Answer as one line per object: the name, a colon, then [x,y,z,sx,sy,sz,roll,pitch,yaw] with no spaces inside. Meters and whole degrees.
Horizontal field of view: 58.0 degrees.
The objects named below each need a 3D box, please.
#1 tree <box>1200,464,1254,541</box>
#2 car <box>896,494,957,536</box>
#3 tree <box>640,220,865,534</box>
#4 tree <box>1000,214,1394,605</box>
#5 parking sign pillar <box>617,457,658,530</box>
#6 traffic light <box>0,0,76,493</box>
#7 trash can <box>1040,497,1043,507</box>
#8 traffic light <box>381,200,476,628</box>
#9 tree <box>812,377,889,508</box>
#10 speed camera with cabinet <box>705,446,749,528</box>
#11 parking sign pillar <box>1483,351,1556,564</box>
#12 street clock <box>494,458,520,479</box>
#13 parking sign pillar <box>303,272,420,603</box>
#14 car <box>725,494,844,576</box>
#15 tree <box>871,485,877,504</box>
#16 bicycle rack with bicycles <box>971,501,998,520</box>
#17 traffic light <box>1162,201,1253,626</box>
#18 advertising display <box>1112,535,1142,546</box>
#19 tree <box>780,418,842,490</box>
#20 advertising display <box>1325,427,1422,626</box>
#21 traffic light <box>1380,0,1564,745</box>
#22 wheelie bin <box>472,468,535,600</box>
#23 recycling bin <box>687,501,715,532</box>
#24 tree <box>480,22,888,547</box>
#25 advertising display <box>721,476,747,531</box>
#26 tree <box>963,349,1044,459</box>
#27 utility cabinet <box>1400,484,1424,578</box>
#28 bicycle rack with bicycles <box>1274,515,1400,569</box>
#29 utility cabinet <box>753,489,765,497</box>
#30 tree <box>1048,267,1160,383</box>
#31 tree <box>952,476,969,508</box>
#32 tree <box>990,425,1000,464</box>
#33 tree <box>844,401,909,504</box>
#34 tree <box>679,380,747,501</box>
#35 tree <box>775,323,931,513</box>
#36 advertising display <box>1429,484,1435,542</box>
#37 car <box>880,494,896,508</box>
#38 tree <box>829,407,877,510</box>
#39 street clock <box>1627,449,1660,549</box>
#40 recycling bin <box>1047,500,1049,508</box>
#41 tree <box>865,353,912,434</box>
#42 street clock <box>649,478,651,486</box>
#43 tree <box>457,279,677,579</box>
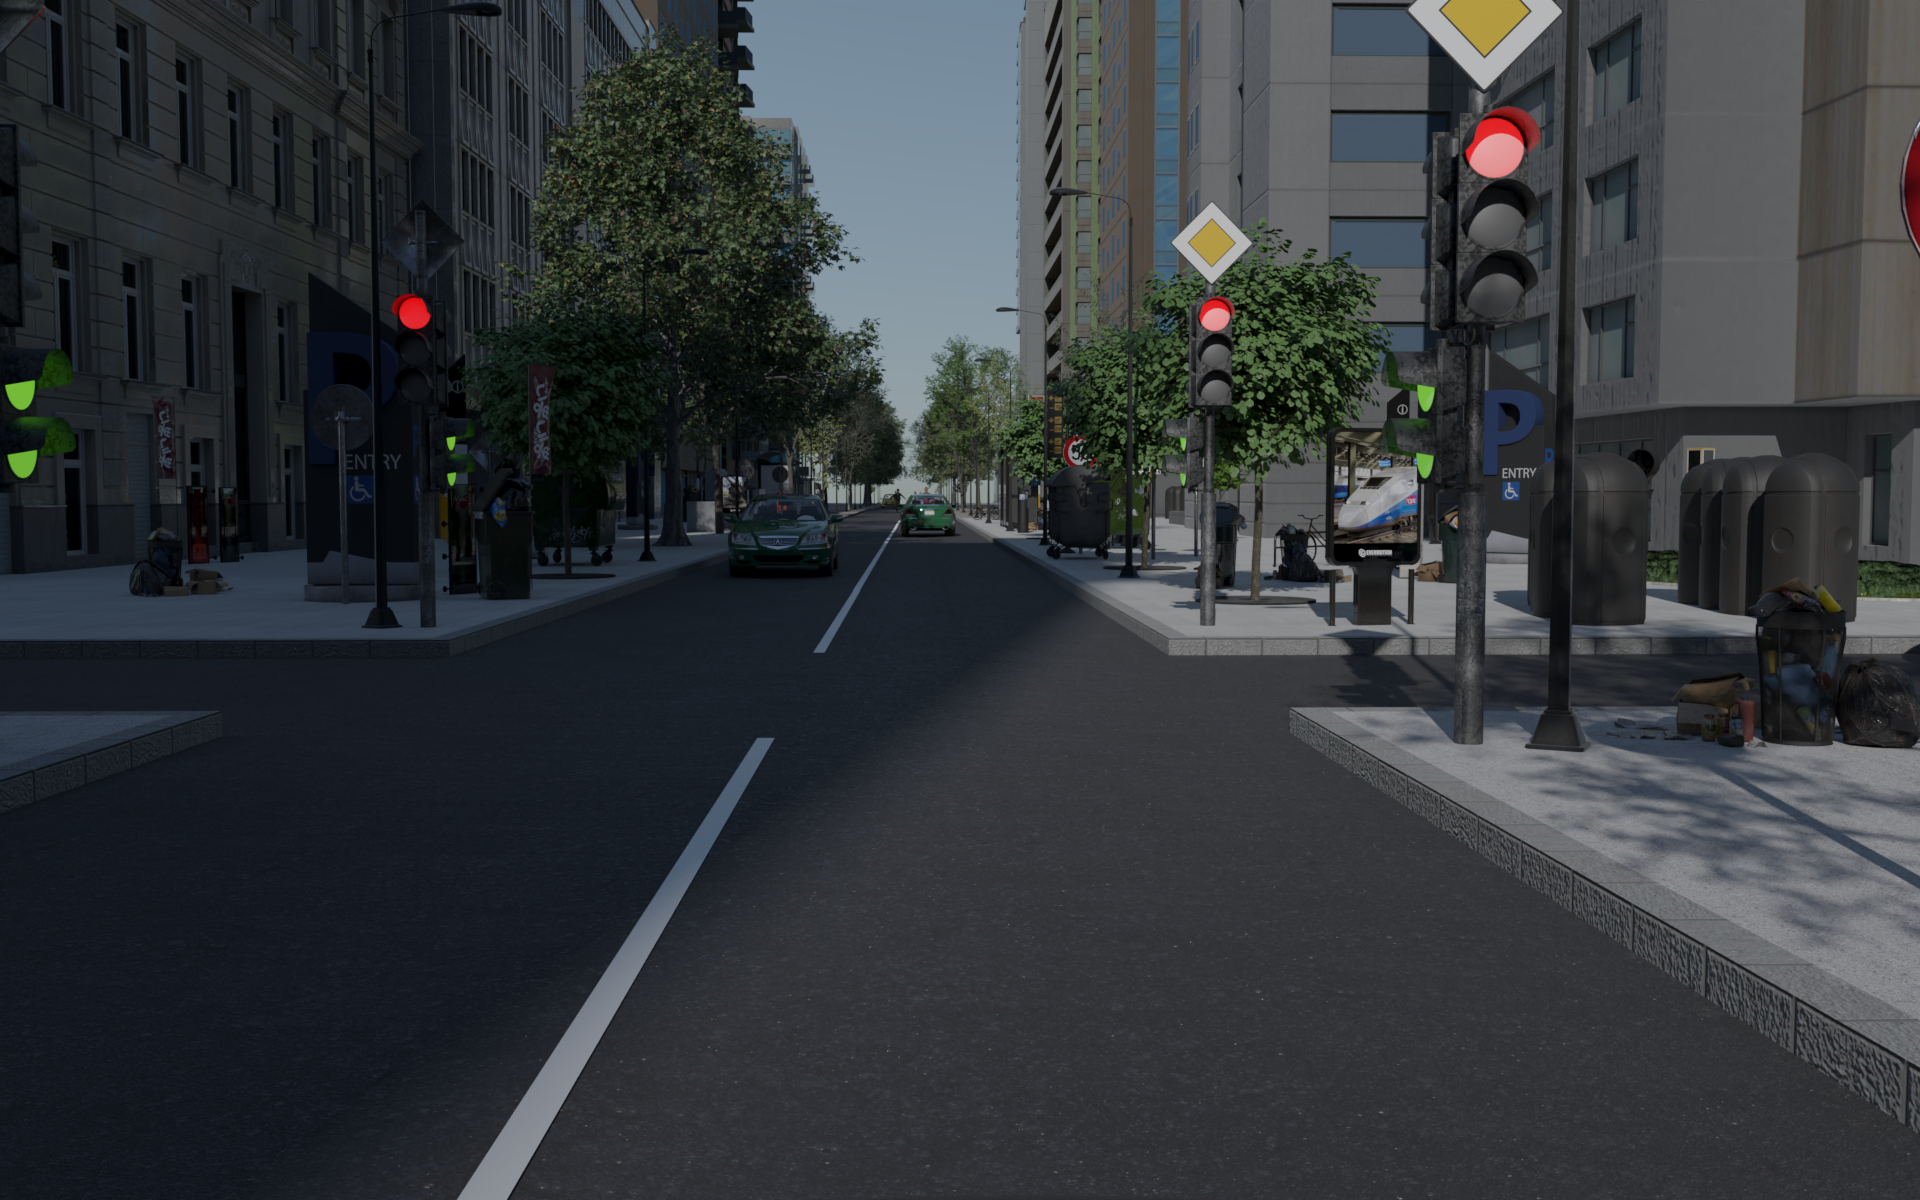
tree: [7.099,-3.213,47.140,1.663,3.219,1.824,0,3,0]
car: [-1.131,-2.946,59.969,2.131,1.459,4.920,0,4,-3]
tree: [-7.764,-7.446,56.157,8.767,10.594,7.601,0,4,0]
tree: [3.457,-2.250,20.494,4.285,4.588,4.351,0,3,0]
parking sign pillar: [-11.647,-4.526,62.471,1.447,3.967,1.447,1,4,9]
traffic light: [-4.908,-1.204,8.604,0.839,4.253,0.868,0,4,-1]
trash can: [3.598,-4.107,78.803,0.748,1.137,0.748,0,3,0]
traffic light: [-5.111,-1.692,16.586,0.839,4.253,0.868,0,4,-1]
tree: [-10.538,-15.065,164.436,7.486,12.596,7.792,0,3,0]
speed camera with cabinet: [-8.791,-4.344,65.361,0.660,3.252,2.038,2,4,29]
parking sign pillar: [10.357,-2.675,32.207,1.447,3.967,1.447,-3,5,-42]
street clock: [-9.168,-1.868,35.110,0.471,2.002,0.358,1,4,16]
parking sign pillar: [-7.246,-1.992,21.038,1.447,3.967,1.447,0,4,-1]
car: [-3.182,-1.219,31.731,2.131,1.459,4.920,0,4,-2]
tree: [-12.290,-14.753,235.811,1.663,3.219,1.824,0,3,0]
bicycle rack with bicycles: [2.252,-4.461,86.323,2.925,0.926,2.852,1,4,17]
traffic light: [2.398,-1.705,16.792,0.839,4.253,0.868,0,4,-1]
advertising display: [4.160,-2.307,42.939,0.974,1.923,0.123,-2,4,-26]
tree: [-8.360,-9.072,98.686,4.737,8.622,4.395,0,3,0]
advertising display: [4.036,-0.715,16.911,0.974,1.923,0.123,-1,4,-15]
traffic light: [2.600,-1.216,8.809,0.839,4.253,0.868,0,4,-1]
wheelie bin: [-5.583,-0.816,21.252,0.693,1.594,0.980,-2,4,-26]
recycling bin: [-8.805,-2.833,58.871,0.722,1.027,0.722,-3,5,-43]
tree: [-7.038,-7.683,42.629,9.611,12.733,9.660,0,3,0]
advertising display: [-7.940,-3.405,60.892,0.974,1.923,0.123,-2,4,-32]
tree: [2.381,-8.445,88.446,4.737,8.622,4.395,0,3,0]
utility cabinet: [6.977,-1.101,26.687,0.318,1.500,1.173,1,4,17]
bicycle rack with bicycles: [6.965,-1.032,30.251,2.925,0.926,2.852,-3,5,-41]
utility cabinet: [-8.862,-4.137,76.322,0.318,1.500,1.173,0,4,7]
tree: [4.951,-6.413,55.219,4.360,8.622,3.978,0,3,0]
tree: [0.245,-10.437,165.243,1.663,3.219,1.824,0,3,0]
tree: [3.103,-2.805,29.578,4.285,4.588,4.351,0,3,0]
tree: [-11.240,-18.977,216.932,9.857,13.997,8.962,0,3,0]
tree: [-12.262,-8.091,82.648,4.737,8.622,4.395,0,3,0]
tree: [-9.250,-12.720,118.347,12.009,13.543,11.850,0,3,0]
advertising display: [12.819,-2.558,47.038,0.123,1.923,0.974,1,4,17]
car: [-7.161,-10.260,177.974,2.015,1.641,3.980,0,4,-1]
tree: [-8.671,-11.361,136.117,4.360,8.622,3.978,0,3,0]
street clock: [10.940,-1.420,27.785,0.471,2.002,0.358,3,5,44]
recycling bin: [3.938,-4.400,84.492,0.722,1.027,0.722,0,4,-8]
tree: [-6.989,-8.459,72.724,8.767,10.594,7.601,0,4,6]
street clock: [-12.307,-3.852,67.552,0.471,2.002,0.358,1,4,13]
tree: [-5.983,-2.626,26.655,4.285,4.588,4.351,0,3,0]
